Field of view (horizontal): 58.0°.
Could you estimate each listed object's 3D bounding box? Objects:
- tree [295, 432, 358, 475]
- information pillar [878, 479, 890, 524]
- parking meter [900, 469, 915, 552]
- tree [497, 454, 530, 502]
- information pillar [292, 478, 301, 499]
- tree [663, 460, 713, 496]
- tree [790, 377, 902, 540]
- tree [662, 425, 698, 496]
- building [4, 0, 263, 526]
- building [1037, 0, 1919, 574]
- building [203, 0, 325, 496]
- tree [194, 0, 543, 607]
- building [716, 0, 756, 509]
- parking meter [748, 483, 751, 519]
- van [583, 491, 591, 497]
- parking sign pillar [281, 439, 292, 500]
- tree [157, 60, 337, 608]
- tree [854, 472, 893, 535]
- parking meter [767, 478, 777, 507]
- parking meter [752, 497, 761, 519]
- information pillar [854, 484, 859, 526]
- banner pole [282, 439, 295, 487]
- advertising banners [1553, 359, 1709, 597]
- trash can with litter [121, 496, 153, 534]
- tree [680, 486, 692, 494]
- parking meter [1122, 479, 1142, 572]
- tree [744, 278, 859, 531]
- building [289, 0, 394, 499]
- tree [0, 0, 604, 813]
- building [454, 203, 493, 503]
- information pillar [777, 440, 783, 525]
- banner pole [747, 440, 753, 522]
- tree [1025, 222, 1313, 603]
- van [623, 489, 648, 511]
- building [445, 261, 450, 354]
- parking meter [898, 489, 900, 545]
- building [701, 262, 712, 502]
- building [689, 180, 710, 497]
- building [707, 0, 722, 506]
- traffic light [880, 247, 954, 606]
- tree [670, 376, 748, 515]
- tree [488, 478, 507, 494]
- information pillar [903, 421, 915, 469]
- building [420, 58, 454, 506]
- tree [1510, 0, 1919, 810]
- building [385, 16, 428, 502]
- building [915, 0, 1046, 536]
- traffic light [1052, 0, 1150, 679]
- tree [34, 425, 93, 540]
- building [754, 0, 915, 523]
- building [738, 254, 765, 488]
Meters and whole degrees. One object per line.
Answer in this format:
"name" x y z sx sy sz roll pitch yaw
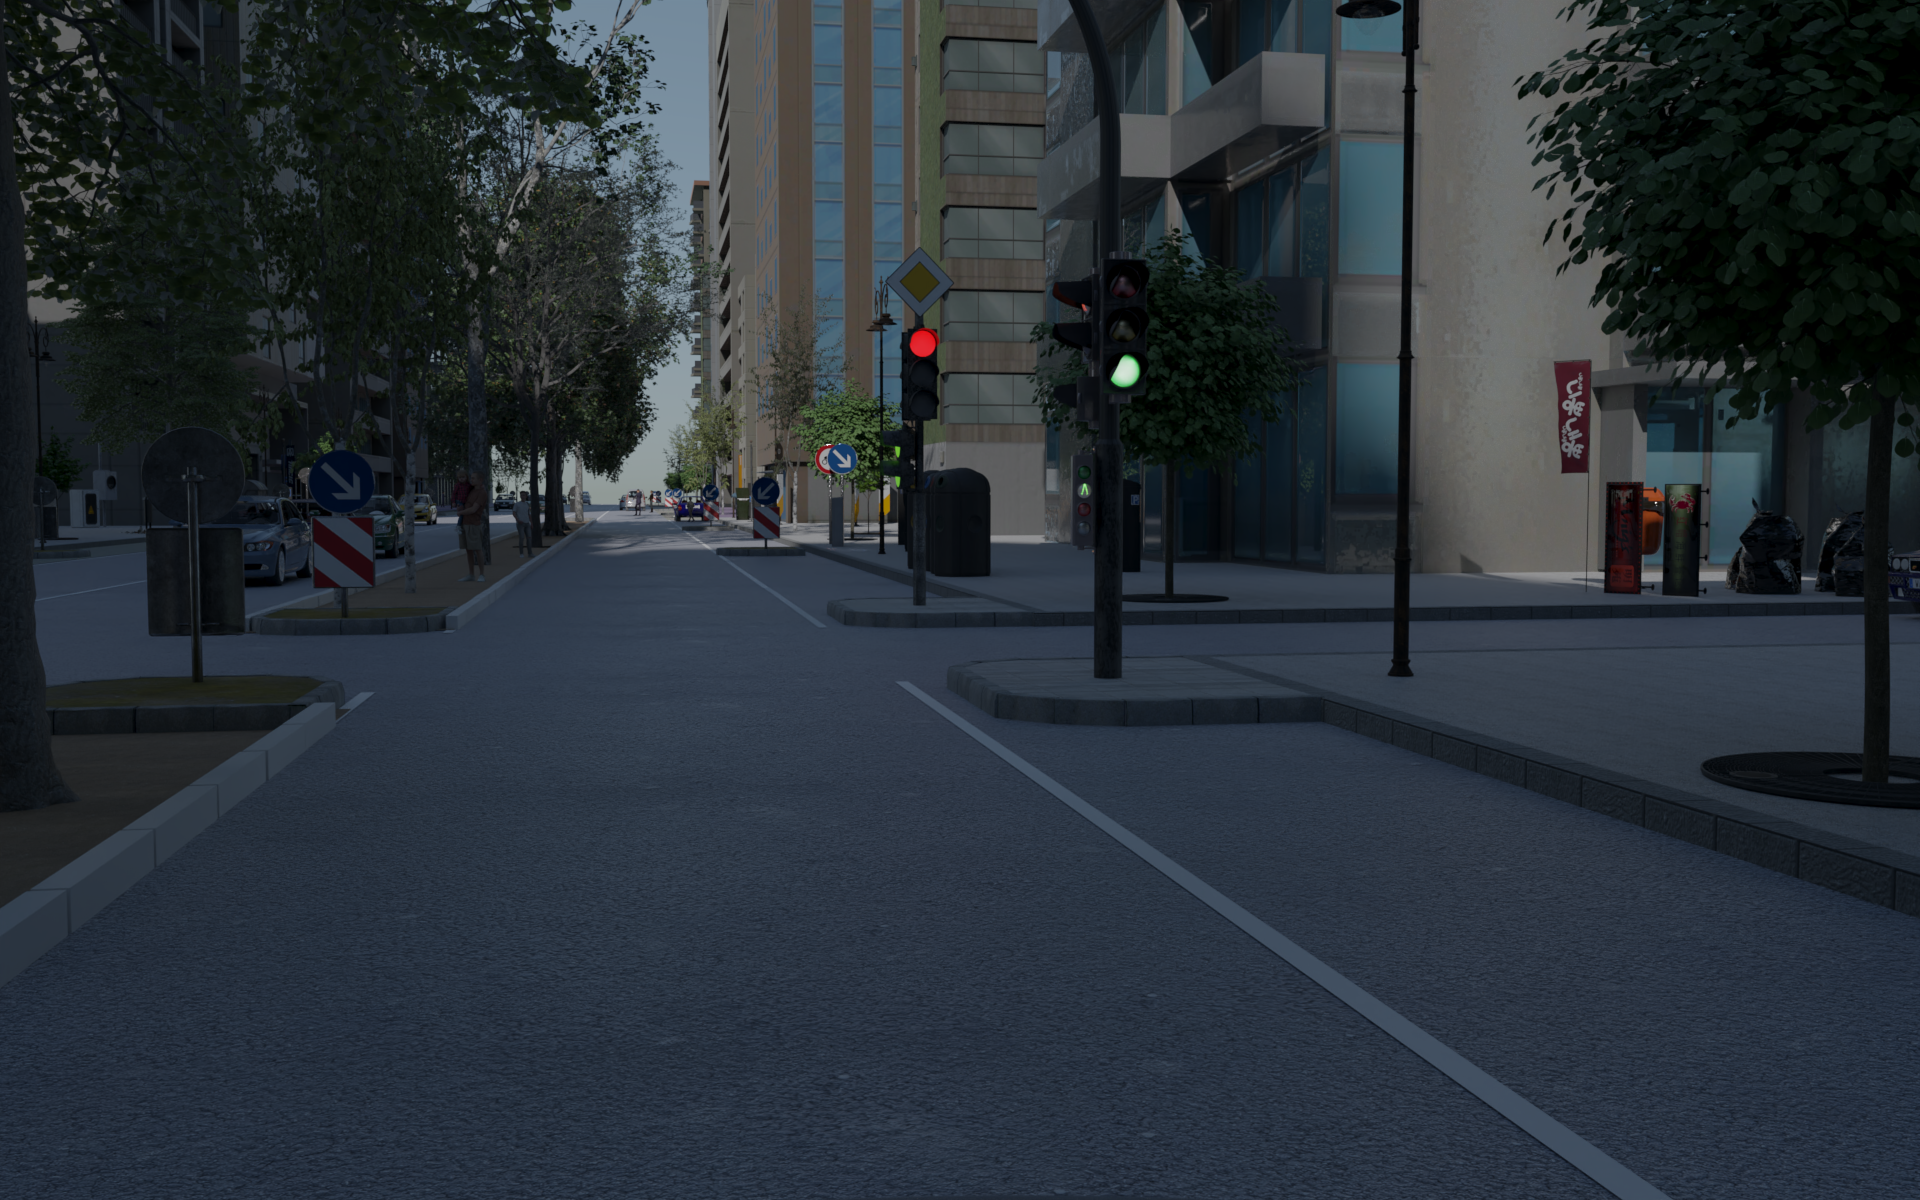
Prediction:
"tree" -32.131 -6.413 88.572 4.285 4.588 4.351 0 3 0
"information pillar" -3.216 -5.011 73.278 0.504 3.616 0.183 -2 4 -28
"parking meter" -1.046 -2.007 38.532 0.399 1.863 0.255 1 4 16
"tree" -61.423 -17.768 240.874 4.360 8.622 3.978 0 3 0
"information pillar" -30.604 -4.613 79.916 0.304 2.012 0.304 2 4 31
"tree" -24.210 -10.743 159.355 4.285 4.588 4.351 0 3 0
"tree" -3.100 -3.966 48.556 4.285 4.588 4.351 0 3 0
"tree" -28.907 -14.091 180.752 4.360 8.622 3.978 0 3 0
"building" -43.314 -39.030 76.391 20.563 71.187 20.611 -1 4 -11
"building" 16.640 -25.583 37.896 30.456 49.044 23.786 -1 4 -11
"building" -53.199 -31.275 100.586 28.713 52.752 27.495 -1 4 -11
"tree" -7.993 -4.409 24.903 4.737 8.622 4.395 0 3 0
"building" -10.667 -32.616 156.973 21.300 48.544 21.600 -1 4 -11
"parking meter" -10.886 -5.185 90.493 0.255 1.863 0.399 2 4 24
"van" -52.326 -14.313 241.025 2.013 2.044 4.112 -1 4 -9
"parking sign pillar" -32.957 -5.896 84.875 1.447 3.967 1.447 -1 4 -18
"tree" -7.101 -4.084 19.585 4.737 8.622 4.395 0 3 0
"tree" -2.868 -3.692 54.964 1.663 3.219 1.824 0 3 0
"parking meter" -6.901 -3.524 63.327 0.399 1.863 0.255 0 4 4
"parking meter" -9.256 -4.501 79.307 0.255 1.863 0.399 0 4 2
"information pillar" -4.146 -4.766 69.282 0.183 3.616 0.504 1 4 13
"banner pole" -30.299 -5.387 78.099 0.863 3.779 0.401 1 4 20
"advertising banners" 8.542 -1.589 22.172 0.090 3.025 2.074 -3 5 -43
"trash can with litter" -26.771 -2.789 56.657 1.678 1.210 2.233 -1 4 -12
"tree" -31.567 -12.590 200.454 1.663 3.219 1.824 0 3 0
"parking meter" 2.789 -1.229 28.500 0.372 1.533 0.369 0 3 0
"tree" -5.634 -6.714 60.130 4.360 8.622 3.978 0 3 0
"building" -54.016 -30.691 125.497 21.300 48.544 21.600 -1 4 -11
"tree" -4.179 -5.295 7.158 7.486 12.596 7.792 0 3 0
"building" -71.206 -33.666 234.038 14.154 41.232 14.086 -1 4 -11
"information pillar" -7.538 -4.950 72.287 0.183 3.616 0.504 1 4 22
"banner pole" -9.675 -5.536 80.528 0.401 3.779 0.863 0 4 -1
"tree" 2.614 -2.273 20.877 4.285 4.588 4.351 0 3 0
"van" -27.437 -8.527 146.433 2.013 2.044 4.112 -1 4 -11
"building" -75.812 -31.886 213.221 32.217 40.220 23.993 -1 4 -11
"parking meter" -1.351 -2.317 43.602 0.399 1.863 0.255 1 4 12
"building" -25.470 -27.271 217.582 14.160 30.474 14.107 -1 4 -11
"building" -25.831 -35.736 238.906 22.147 44.769 28.867 -1 4 -11
"building" -17.803 -40.042 196.680 21.231 58.520 28.212 -1 4 -11
"traffic light" -0.486 -1.893 19.865 0.839 4.253 0.868 -1 4 -11
"tree" -14.859 -9.563 106.716 4.737 8.622 4.395 0 3 0
"tree" -55.666 -13.127 209.219 1.663 3.219 1.824 0 3 0
"information pillar" -1.598 -3.894 55.018 0.504 3.616 0.183 0 4 5
"building" -66.787 -34.703 187.002 23.786 49.044 30.456 -1 4 -11
"tree" 4.162 -1.460 7.587 4.285 4.588 4.351 0 3 0
"building" -52.583 -30.210 144.052 14.600 45.320 14.200 -1 4 -11
"building" 5.191 -17.653 60.330 14.160 30.474 14.107 -1 4 -11
"traffic light" -1.035 -2.252 11.491 4.771 5.953 1.251 -1 4 -11
"tree" -25.402 -3.302 48.587 1.663 3.219 1.824 0 3 0
"building" -2.366 -26.442 82.438 14.600 45.320 14.200 -1 4 -11
"building" -2.301 -17.657 133.730 27.650 21.520 28.899 -1 4 -11
